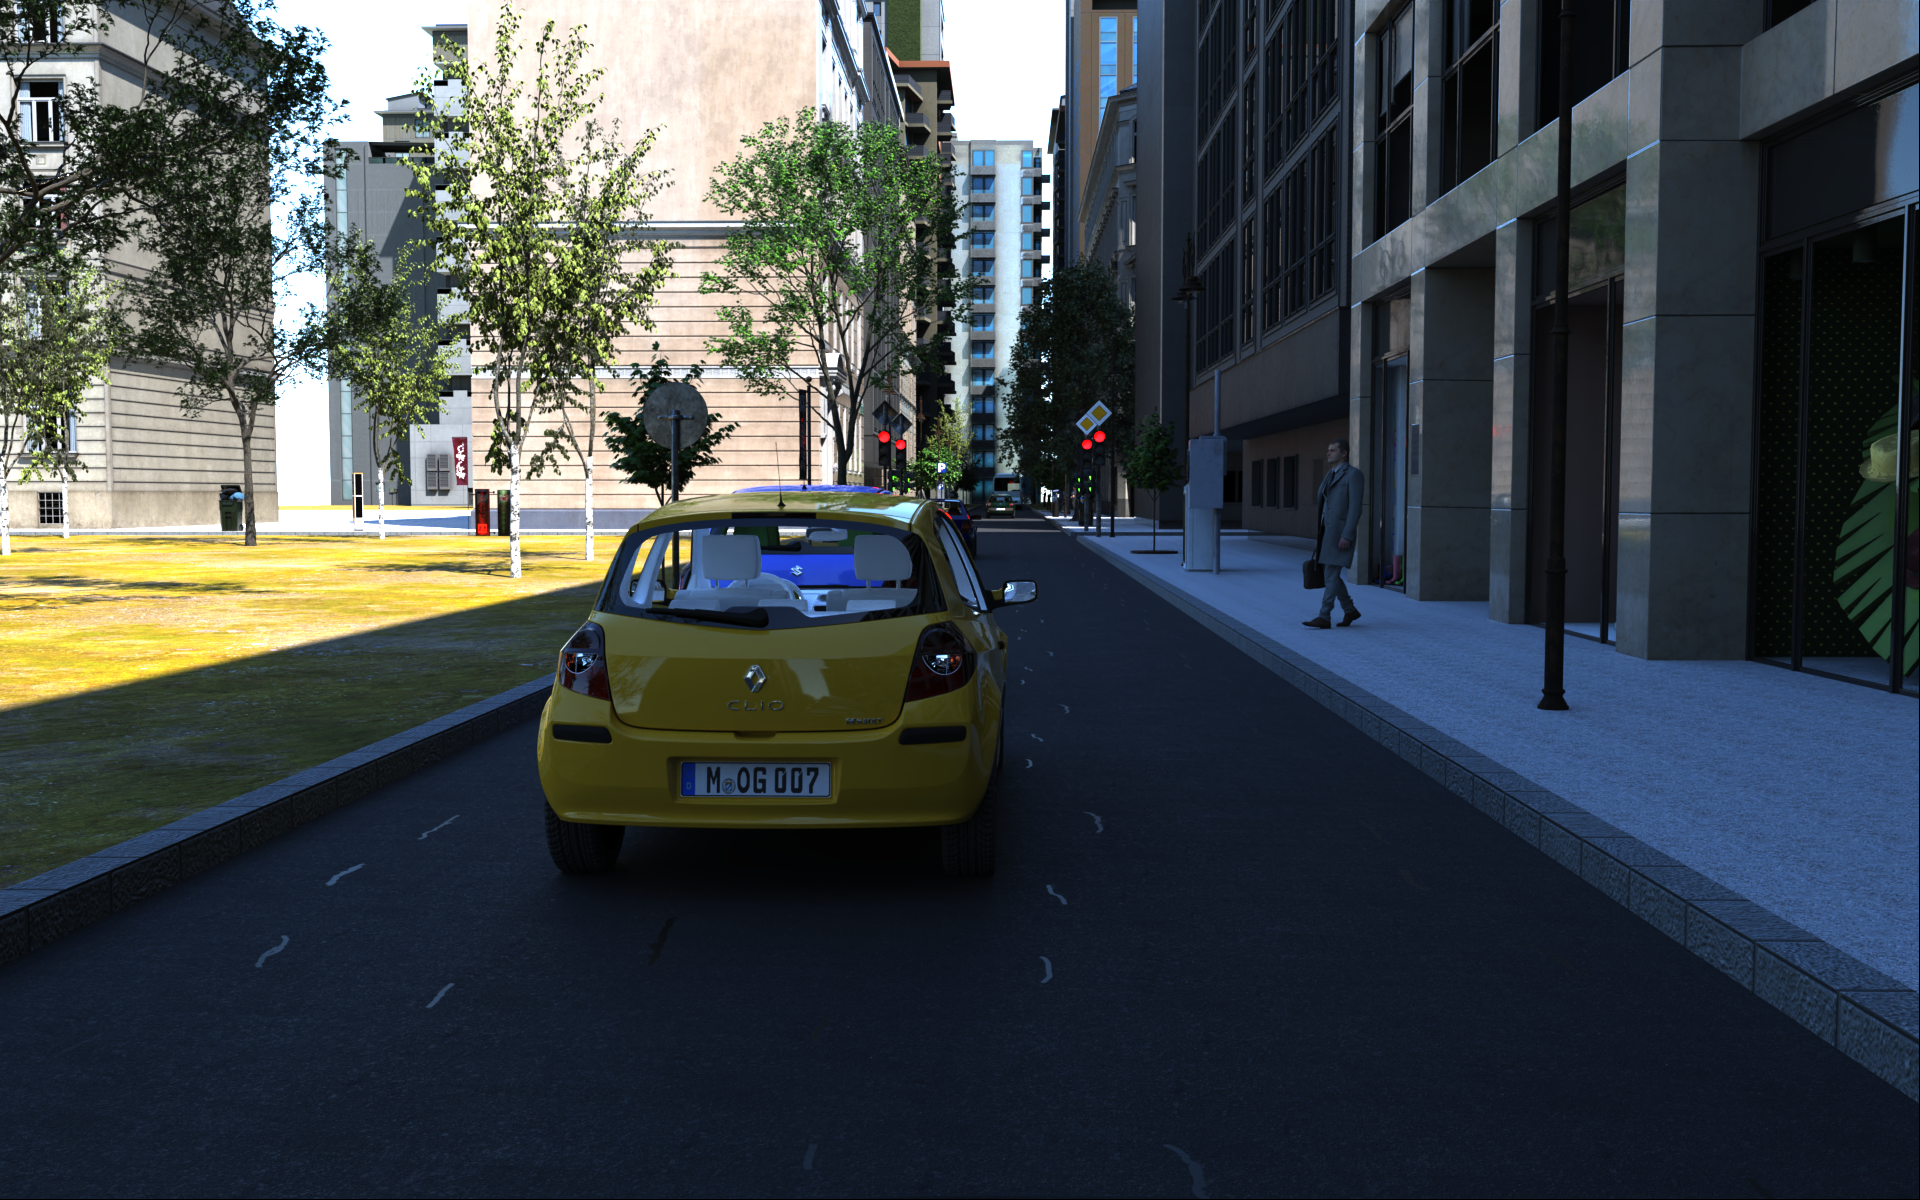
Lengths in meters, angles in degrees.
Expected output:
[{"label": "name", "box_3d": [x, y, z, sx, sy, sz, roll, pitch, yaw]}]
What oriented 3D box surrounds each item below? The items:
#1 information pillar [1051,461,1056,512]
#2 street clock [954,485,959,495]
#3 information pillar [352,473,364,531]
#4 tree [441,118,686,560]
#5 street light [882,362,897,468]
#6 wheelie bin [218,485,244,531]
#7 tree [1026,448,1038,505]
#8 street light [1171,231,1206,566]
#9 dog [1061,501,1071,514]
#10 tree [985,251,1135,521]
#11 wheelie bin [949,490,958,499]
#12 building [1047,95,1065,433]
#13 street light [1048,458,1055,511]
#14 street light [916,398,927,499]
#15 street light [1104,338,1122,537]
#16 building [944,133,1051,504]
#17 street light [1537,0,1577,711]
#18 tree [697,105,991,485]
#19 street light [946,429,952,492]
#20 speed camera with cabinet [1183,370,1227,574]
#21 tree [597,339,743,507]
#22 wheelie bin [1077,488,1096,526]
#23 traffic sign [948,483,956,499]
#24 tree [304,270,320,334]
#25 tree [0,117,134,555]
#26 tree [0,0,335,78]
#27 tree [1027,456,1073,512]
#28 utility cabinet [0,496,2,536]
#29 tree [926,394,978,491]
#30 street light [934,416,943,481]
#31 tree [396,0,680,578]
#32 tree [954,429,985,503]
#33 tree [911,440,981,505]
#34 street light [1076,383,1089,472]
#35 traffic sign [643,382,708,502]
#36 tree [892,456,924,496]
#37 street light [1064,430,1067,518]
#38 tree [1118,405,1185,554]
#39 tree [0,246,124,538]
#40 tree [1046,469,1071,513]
[{"label": "information pillar", "box_3d": [6.672, -8.051, 122.990, 0.183, 3.616, 0.504, -2, 4, -28]}, {"label": "street clock", "box_3d": [-0.294, -7.809, 132.255, 0.358, 2.002, 0.471, -1, 4, -23]}, {"label": "information pillar", "box_3d": [-20.923, -3.405, 60.169, 0.304, 2.012, 0.304, -2, 4, -34]}, {"label": "tree", "box_3d": [-7.433, -5.081, 33.439, 4.360, 8.622, 3.978, 0, 3, 0]}, {"label": "street light", "box_3d": [-2.457, -5.376, 60.687, 0.468, 5.910, 1.993, 0, 4, 2]}, {"label": "wheelie bin", "box_3d": [-25.151, -3.175, 59.818, 0.980, 1.594, 0.693, 0, 4, -2]}, {"label": "tree", "box_3d": [9.570, -16.029, 212.437, 4.360, 8.622, 3.978, 0, 3, 0]}, {"label": "street light", "box_3d": [4.035, -3.544, 30.725, 0.468, 5.910, 1.993, 0, 4, 2]}, {"label": "dog", "box_3d": [6.738, -5.790, 109.046, 0.513, 0.831, 0.800, -1, 4, -15]}, {"label": "tree", "box_3d": [5.795, -10.107, 82.260, 9.611, 12.733, 9.660, 0, 3, 0]}, {"label": "wheelie bin", "box_3d": [-0.465, -6.897, 120.669, 0.693, 1.594, 0.980, 0, 4, -2]}, {"label": "building", "box_3d": [25.762, -39.414, 233.654, 27.495, 52.752, 28.713, 0, 4, 2]}, {"label": "street light", "box_3d": [6.205, -8.617, 113.681, 0.468, 5.910, 1.993, 0, 4, 2]}, {"label": "street light", "box_3d": [-1.831, -6.647, 81.461, 0.468, 5.910, 1.993, 0, 4, 2]}, {"label": "street light", "box_3d": [4.535, -4.806, 51.366, 0.468, 5.910, 1.993, 0, 4, 2]}, {"label": "building", "box_3d": [-3.261, -37.478, 232.378, 30.456, 49.044, 23.786, 0, 4, 2]}, {"label": "street light", "box_3d": [3.544, -2.286, 10.171, 0.468, 5.910, 1.993, 0, 4, 2]}, {"label": "tree", "box_3d": [-3.057, -7.343, 45.813, 9.928, 11.665, 9.643, 0, 3, 0]}, {"label": "street light", "box_3d": [-0.740, -9.152, 122.427, 0.468, 5.910, 1.993, 0, 4, 2]}, {"label": "speed camera with cabinet", "box_3d": [3.993, -2.085, 28.432, 0.660, 3.252, 2.038, 0, 4, 5]}, {"label": "tree", "box_3d": [-3.822, -1.666, 21.838, 1.663, 3.219, 1.824, 0, 3, 0]}, {"label": "wheelie bin", "box_3d": [5.115, -3.792, 69.901, 0.693, 1.594, 0.980, 1, 4, 11]}, {"label": "traffic sign", "box_3d": [-0.681, -7.292, 119.234, 0.884, 2.594, 0.081, 0, 4, 8]}, {"label": "tree", "box_3d": [-16.272, -6.048, 49.242, 4.737, 8.622, 4.395, 0, 3, 0]}, {"label": "tree", "box_3d": [-19.822, -5.237, 35.989, 4.360, 8.622, 3.978, 0, 3, 0]}, {"label": "tree", "box_3d": [-10.735, -5.164, 18.840, 8.767, 10.594, 7.601, -1, 4, -9]}, {"label": "tree", "box_3d": [6.555, -8.754, 126.848, 4.285, 4.588, 4.351, 0, 3, 0]}, {"label": "utility cabinet", "box_3d": [-29.963, -2.582, 53.375, 1.020, 1.237, 0.306, -2, 4, -25]}, {"label": "tree", "box_3d": [-0.705, -10.892, 128.451, 4.737, 8.622, 4.395, 0, 3, 0]}, {"label": "street light", "box_3d": [-1.275, -7.912, 102.142, 0.468, 5.910, 1.993, 0, 4, 2]}, {"label": "tree", "box_3d": [-6.654, -4.657, 26.501, 4.737, 8.622, 4.395, 0, 3, 0]}, {"label": "tree", "box_3d": [0.602, -14.720, 191.041, 4.360, 8.622, 3.978, 0, 3, 0]}, {"label": "tree", "box_3d": [-1.448, -7.490, 106.172, 4.285, 4.588, 4.351, 0, 3, 0]}, {"label": "street light", "box_3d": [5.126, -6.101, 72.546, 0.468, 5.910, 1.993, 0, 4, 2]}, {"label": "traffic sign", "box_3d": [-3.241, -1.198, 19.699, 0.768, 2.556, 0.104, 0, 4, 8]}, {"label": "tree", "box_3d": [-2.422, -5.068, 77.464, 1.663, 3.219, 1.824, 0, 3, 0]}, {"label": "street light", "box_3d": [5.700, -7.379, 93.429, 0.468, 5.910, 1.993, 0, 4, 2]}, {"label": "tree", "box_3d": [4.328, -2.622, 37.466, 1.663, 3.219, 1.824, 0, 3, 0]}, {"label": "tree", "box_3d": [-26.286, -6.106, 50.199, 4.737, 8.622, 4.395, 0, 3, 0]}, {"label": "tree", "box_3d": [6.657, -7.600, 118.856, 1.663, 3.219, 1.824, 0, 3, 0]}]
